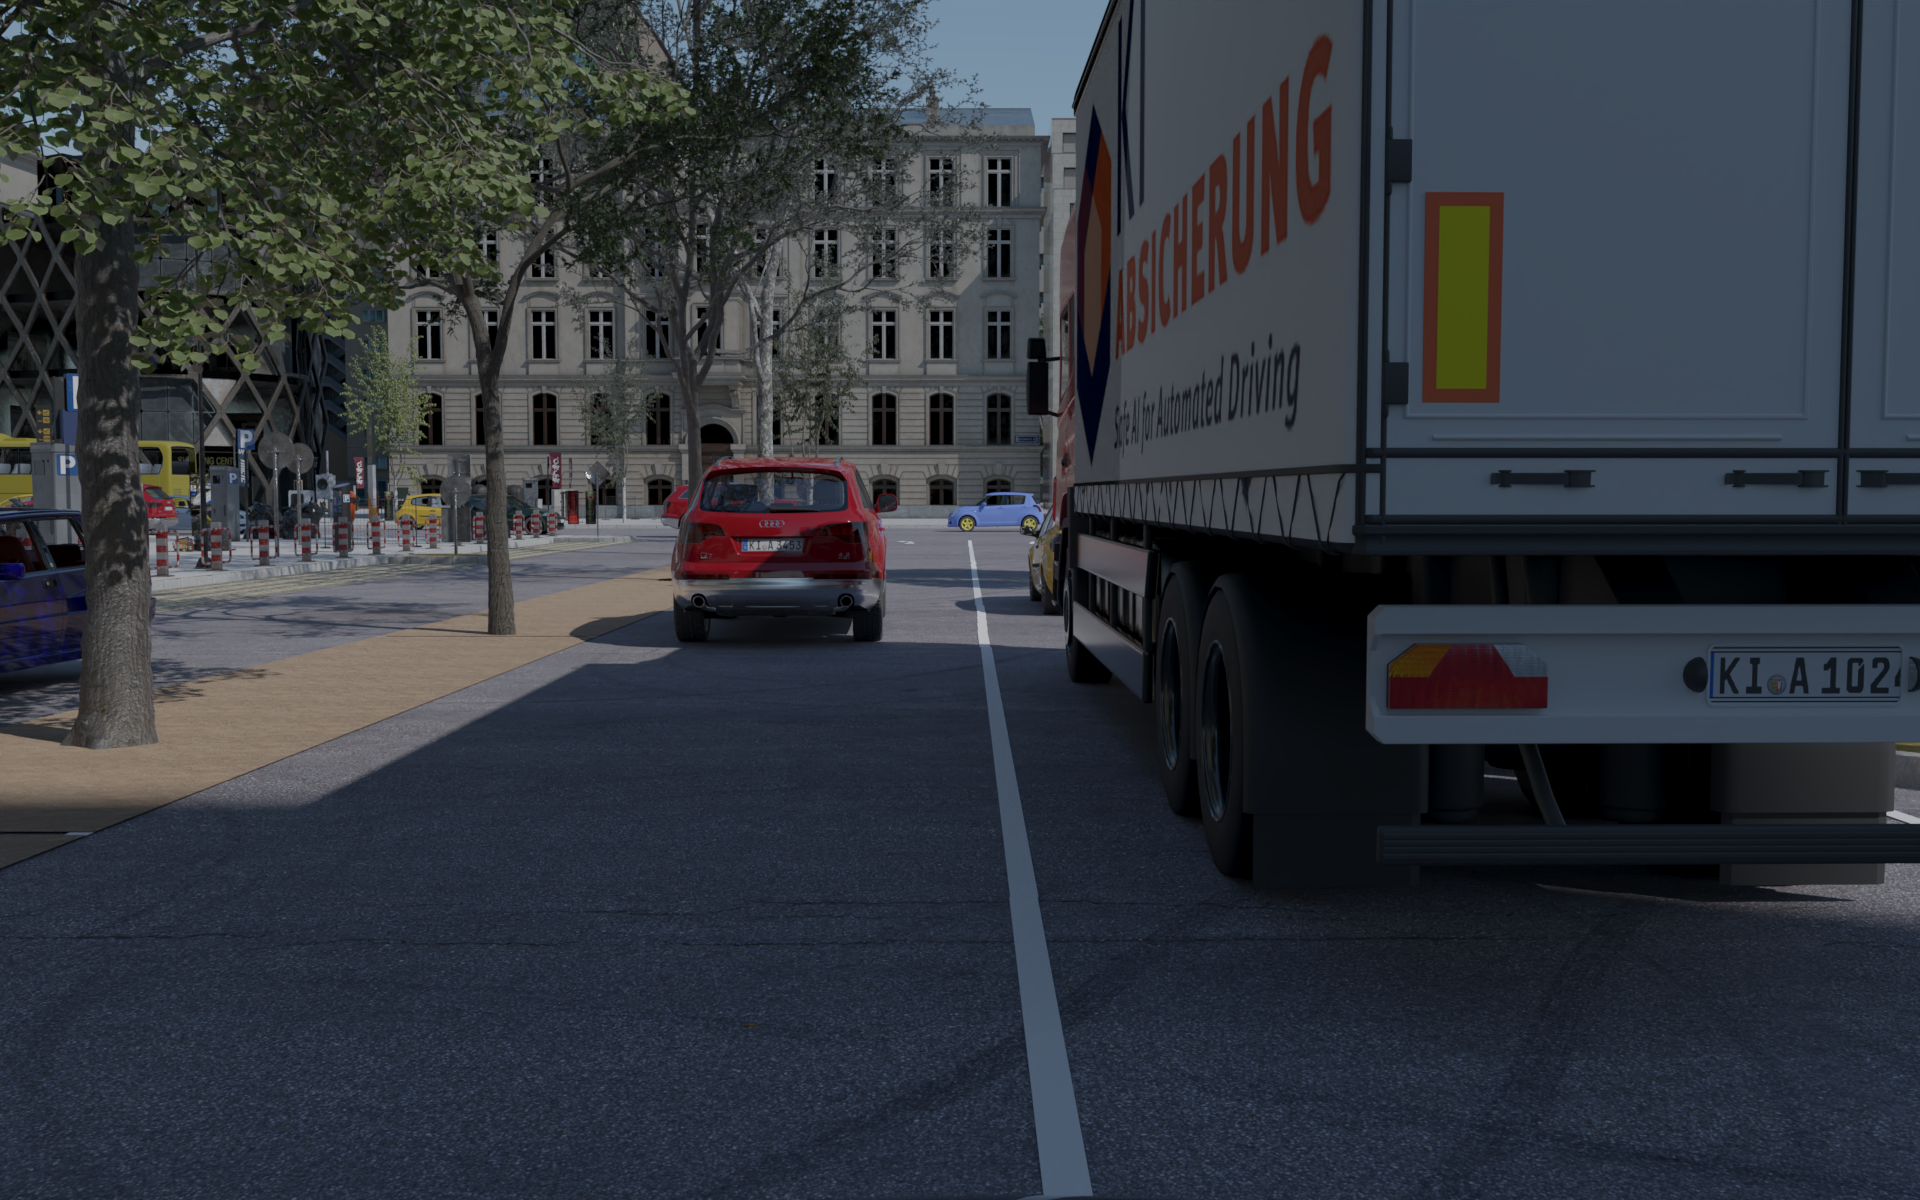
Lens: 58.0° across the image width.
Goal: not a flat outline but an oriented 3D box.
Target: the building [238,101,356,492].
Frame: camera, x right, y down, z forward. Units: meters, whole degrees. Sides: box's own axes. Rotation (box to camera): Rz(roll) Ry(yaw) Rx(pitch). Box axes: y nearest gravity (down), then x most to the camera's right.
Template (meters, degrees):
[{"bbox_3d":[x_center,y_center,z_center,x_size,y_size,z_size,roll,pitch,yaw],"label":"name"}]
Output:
[{"bbox_3d":[-70.694,-32.998,189.622,14.200,45.320,14.600,0,3,0],"label":"building"}]

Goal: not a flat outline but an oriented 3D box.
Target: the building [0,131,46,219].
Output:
[{"bbox_3d":[-67.574,-15.983,94.606,30.059,22.955,16.112,0,3,0],"label":"building"}]

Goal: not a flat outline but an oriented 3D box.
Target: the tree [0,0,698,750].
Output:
[{"bbox_3d":[-4.920,-5.465,9.930,7.486,12.596,7.792,0,3,0],"label":"tree"}]

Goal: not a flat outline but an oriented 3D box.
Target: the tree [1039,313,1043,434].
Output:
[{"bbox_3d":[8.890,-18.443,157.433,12.611,20.169,13.585,0,3,0],"label":"tree"}]

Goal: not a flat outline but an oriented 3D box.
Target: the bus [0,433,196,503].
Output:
[{"bbox_3d":[-37.606,-4.814,70.256,12.252,3.916,2.896,0,4,-1],"label":"bus"}]

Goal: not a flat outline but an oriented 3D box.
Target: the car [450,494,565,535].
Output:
[{"bbox_3d":[-16.108,-3.138,61.093,4.222,1.686,2.009,0,4,-1],"label":"car"}]

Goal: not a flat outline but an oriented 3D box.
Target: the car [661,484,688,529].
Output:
[{"bbox_3d":[-7.238,-2.983,57.449,5.304,1.827,2.281,0,4,0],"label":"car"}]

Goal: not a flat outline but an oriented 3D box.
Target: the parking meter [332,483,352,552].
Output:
[{"bbox_3d":[-13.614,-1.819,38.147,0.372,1.533,0.369,0,3,0],"label":"parking meter"}]

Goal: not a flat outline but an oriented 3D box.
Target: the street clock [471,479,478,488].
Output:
[{"bbox_3d":[-24.018,-4.966,85.760,0.358,2.002,0.471,0,4,3],"label":"street clock"}]

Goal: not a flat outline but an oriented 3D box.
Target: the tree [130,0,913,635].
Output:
[{"bbox_3d":[-4.630,-4.939,17.620,8.767,10.594,7.601,0,3,0],"label":"tree"}]

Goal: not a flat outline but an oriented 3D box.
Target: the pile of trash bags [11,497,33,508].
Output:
[{"bbox_3d":[-20.133,-1.624,36.301,1.912,1.369,3.447,1,4,18],"label":"pile of trash bags"}]

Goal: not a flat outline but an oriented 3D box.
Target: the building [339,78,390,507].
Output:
[{"bbox_3d":[-52.491,-34.470,187.283,21.600,48.544,21.300,0,3,0],"label":"building"}]

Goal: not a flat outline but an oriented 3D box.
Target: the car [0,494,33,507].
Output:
[{"bbox_3d":[-31.480,-2.953,58.499,3.980,1.641,2.015,0,4,-1],"label":"car"}]

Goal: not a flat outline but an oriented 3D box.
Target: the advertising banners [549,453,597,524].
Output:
[{"bbox_3d":[-16.313,-4.706,73.132,2.074,3.025,0.090,0,4,4],"label":"advertising banners"}]

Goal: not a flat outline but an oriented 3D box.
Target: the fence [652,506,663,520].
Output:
[{"bbox_3d":[-14.548,-4.269,85.180,0.278,0.683,2.069,-3,5,-40],"label":"fence"}]

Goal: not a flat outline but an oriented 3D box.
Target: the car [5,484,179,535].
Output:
[{"bbox_3d":[-28.229,-2.905,56.169,5.304,1.827,2.281,0,4,-2],"label":"car"}]

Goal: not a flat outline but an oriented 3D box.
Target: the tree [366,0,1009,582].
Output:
[{"bbox_3d":[-4.318,-7.037,27.879,12.009,13.543,11.850,0,3,0],"label":"tree"}]

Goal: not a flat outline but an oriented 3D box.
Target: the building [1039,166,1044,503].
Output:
[{"bbox_3d":[3.868,-41.050,260.406,27.495,52.752,28.713,0,3,0],"label":"building"}]

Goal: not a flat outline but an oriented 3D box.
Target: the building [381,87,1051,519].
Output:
[{"bbox_3d":[-12.724,-16.838,94.380,34.723,24.649,14.460,0,3,0],"label":"building"}]

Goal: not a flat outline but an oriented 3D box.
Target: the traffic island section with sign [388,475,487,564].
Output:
[{"bbox_3d":[-10.638,-1.683,36.148,1.989,1.847,2.006,0,3,0],"label":"traffic island section with sign"}]

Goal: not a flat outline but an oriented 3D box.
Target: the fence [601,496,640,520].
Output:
[{"bbox_3d":[-16.933,-4.598,86.381,0.480,1.192,2.264,2,4,32],"label":"fence"}]

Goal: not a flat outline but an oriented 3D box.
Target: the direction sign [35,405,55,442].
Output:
[{"bbox_3d":[-23.114,-3.200,44.323,0.876,3.537,0.379,-3,5,-39],"label":"direction sign"}]

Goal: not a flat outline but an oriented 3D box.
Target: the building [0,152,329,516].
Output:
[{"bbox_3d":[-44.138,-13.911,94.904,16.811,18.784,16.820,0,3,0],"label":"building"}]

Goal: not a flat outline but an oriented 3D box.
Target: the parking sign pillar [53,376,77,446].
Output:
[{"bbox_3d":[-20.156,-3.154,40.046,1.447,3.967,1.447,-3,5,-42],"label":"parking sign pillar"}]

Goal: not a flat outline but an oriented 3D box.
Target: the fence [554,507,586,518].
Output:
[{"bbox_3d":[-18.541,-4.096,82.346,2.069,0.683,0.278,1,4,13],"label":"fence"}]

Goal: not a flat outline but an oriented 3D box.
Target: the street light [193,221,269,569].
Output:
[{"bbox_3d":[-12.447,-3.490,29.608,1.470,5.913,1.316,0,3,0],"label":"street light"}]

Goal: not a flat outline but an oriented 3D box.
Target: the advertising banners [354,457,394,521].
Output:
[{"bbox_3d":[-27.769,-5.256,82.121,0.090,3.025,2.074,3,5,42],"label":"advertising banners"}]

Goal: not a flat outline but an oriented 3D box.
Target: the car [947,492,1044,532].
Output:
[{"bbox_3d":[1.346,-3.465,66.241,3.694,1.707,1.945,0,4,-2],"label":"car"}]

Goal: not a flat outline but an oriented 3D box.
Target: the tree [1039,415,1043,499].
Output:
[{"bbox_3d":[8.339,-17.156,187.162,9.857,13.997,8.962,0,3,0],"label":"tree"}]

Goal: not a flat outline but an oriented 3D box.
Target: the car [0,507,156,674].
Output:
[{"bbox_3d":[-7.379,0.013,12.371,1.945,1.354,3.894,0,4,0],"label":"car"}]

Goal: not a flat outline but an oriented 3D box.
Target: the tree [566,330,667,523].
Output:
[{"bbox_3d":[-15.251,-7.758,77.199,4.360,8.622,3.978,0,3,0],"label":"tree"}]

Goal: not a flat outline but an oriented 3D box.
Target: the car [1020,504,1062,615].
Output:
[{"bbox_3d":[1.794,-0.722,22.035,2.015,1.641,3.980,0,4,-1],"label":"car"}]

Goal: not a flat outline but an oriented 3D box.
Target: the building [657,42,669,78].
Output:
[{"bbox_3d":[-34.773,-31.375,163.086,14.600,45.320,14.200,0,3,0],"label":"building"}]

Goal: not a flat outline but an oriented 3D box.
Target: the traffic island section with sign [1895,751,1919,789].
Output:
[{"bbox_3d":[5.531,-0.021,8.976,1.989,1.847,2.006,0,3,0],"label":"traffic island section with sign"}]

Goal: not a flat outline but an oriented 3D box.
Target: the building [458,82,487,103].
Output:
[{"bbox_3d":[-34.705,-30.508,148.912,14.600,45.320,14.200,0,3,0],"label":"building"}]

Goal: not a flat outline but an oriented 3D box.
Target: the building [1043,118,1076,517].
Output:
[{"bbox_3d":[13.063,-14.484,91.560,16.860,20.320,10.420,0,3,0],"label":"building"}]

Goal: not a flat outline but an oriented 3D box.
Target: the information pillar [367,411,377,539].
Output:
[{"bbox_3d":[-16.746,-3.545,49.314,0.183,3.616,0.504,-3,4,-36],"label":"information pillar"}]

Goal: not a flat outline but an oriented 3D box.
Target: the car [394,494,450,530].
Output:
[{"bbox_3d":[-20.518,-3.615,69.325,3.980,1.641,2.015,0,4,-2],"label":"car"}]

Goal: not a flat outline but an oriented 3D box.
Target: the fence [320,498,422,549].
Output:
[{"bbox_3d":[-14.073,-1.846,41.386,2.264,1.192,0.480,-2,4,-28],"label":"fence"}]

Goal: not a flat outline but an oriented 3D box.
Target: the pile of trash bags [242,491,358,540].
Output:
[{"bbox_3d":[-18.789,-2.435,49.562,3.447,1.369,1.912,1,4,14],"label":"pile of trash bags"}]

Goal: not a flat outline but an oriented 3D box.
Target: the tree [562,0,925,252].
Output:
[{"bbox_3d":[-5.680,-11.114,40.065,12.611,20.169,13.585,0,3,0],"label":"tree"}]

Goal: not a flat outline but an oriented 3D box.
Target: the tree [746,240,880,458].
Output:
[{"bbox_3d":[-4.325,-5.934,49.847,4.360,8.622,3.978,0,3,0],"label":"tree"}]

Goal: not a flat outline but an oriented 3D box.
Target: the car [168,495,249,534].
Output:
[{"bbox_3d":[-27.538,-3.048,61.836,4.499,1.417,2.014,0,4,0],"label":"car"}]

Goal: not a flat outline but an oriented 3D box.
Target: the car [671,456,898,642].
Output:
[{"bbox_3d":[-1.805,-0.594,18.387,2.281,1.827,5.304,0,4,-2],"label":"car"}]

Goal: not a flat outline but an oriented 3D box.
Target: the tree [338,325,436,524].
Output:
[{"bbox_3d":[-24.576,-7.621,74.970,4.737,8.622,4.395,0,3,0],"label":"tree"}]
